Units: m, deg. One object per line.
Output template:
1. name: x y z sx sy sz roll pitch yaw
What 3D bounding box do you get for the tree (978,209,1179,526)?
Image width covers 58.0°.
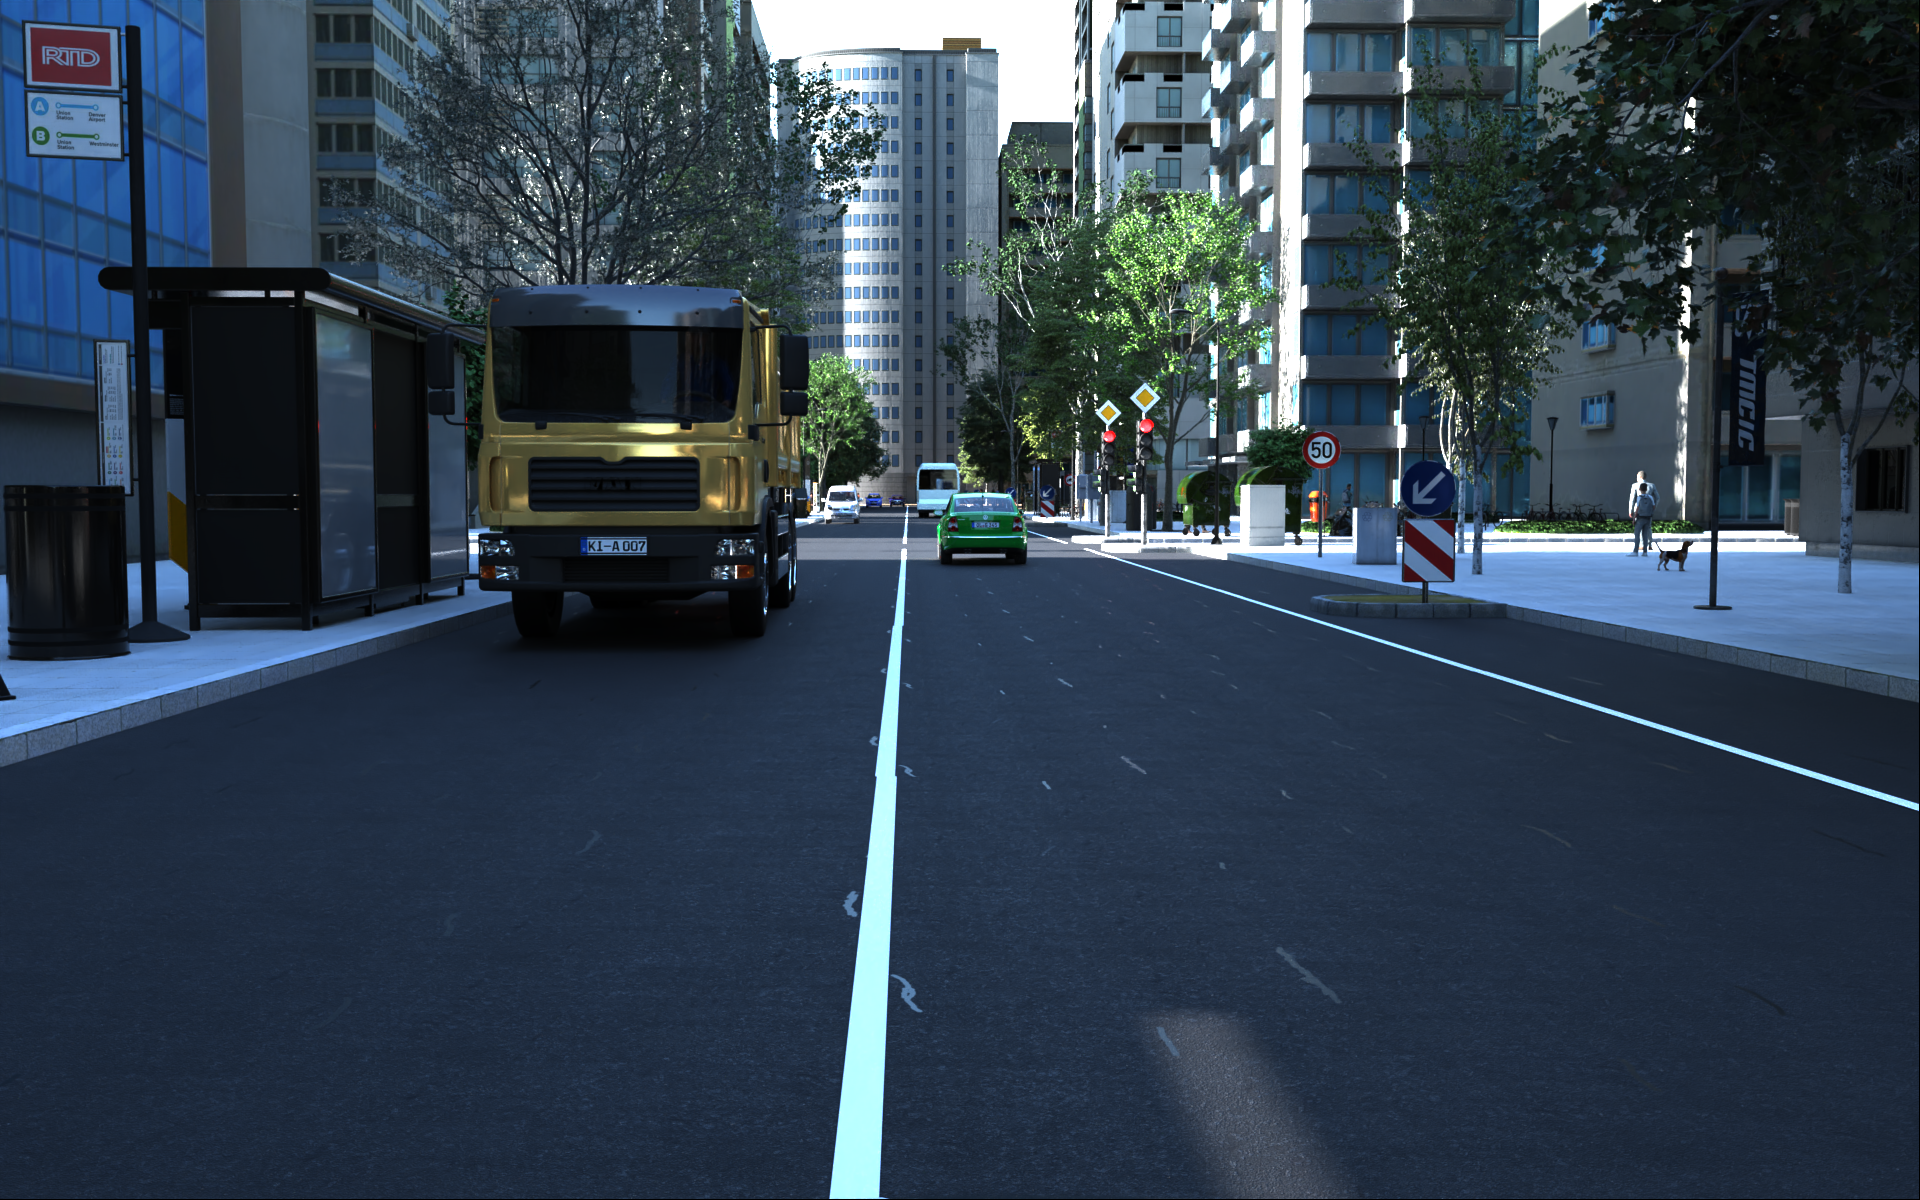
1. tree: 5.494 -9.263 69.577 7.486 12.596 7.792 0 3 0

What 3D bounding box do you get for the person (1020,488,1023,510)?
1. person: 5.071 -8.271 141.373 0.705 1.812 1.348 0 4 4

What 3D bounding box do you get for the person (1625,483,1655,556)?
1. person: 14.025 -1.651 35.639 0.523 1.515 0.503 3 5 40

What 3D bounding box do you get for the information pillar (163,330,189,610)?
1. information pillar: -8.520 -1.702 19.183 0.504 3.616 0.183 -3 5 -40

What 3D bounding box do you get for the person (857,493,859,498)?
1. person: -11.975 -11.871 203.399 0.557 1.426 1.065 -1 4 -23

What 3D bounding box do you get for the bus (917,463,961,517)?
1. bus: -1.356 -7.021 109.652 2.948 3.499 13.247 0 4 -1

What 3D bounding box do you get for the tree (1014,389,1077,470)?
1. tree: 5.616 -9.927 112.674 4.737 8.622 4.395 0 3 0

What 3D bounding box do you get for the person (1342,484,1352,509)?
1. person: 18.479 -4.670 82.745 0.721 1.781 0.623 -2 4 -34

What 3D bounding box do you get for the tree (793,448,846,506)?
1. tree: -10.015 -7.405 104.779 4.285 4.588 4.351 0 3 0

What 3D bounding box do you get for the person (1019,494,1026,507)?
1. person: 6.294 -9.952 169.476 1.217 1.743 0.721 0 4 -3

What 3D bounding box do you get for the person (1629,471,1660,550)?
1. person: 15.639 -2.048 39.623 0.635 1.810 0.391 -1 4 -9

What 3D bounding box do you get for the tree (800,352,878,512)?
1. tree: -9.912 -12.181 124.914 9.928 11.665 9.643 0 3 0

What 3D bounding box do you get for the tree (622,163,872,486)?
1. tree: -8.542 -8.660 59.726 7.486 12.596 7.792 0 3 0

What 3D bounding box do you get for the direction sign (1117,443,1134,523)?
1. direction sign: 7.614 -5.371 79.818 0.876 3.537 0.379 -2 4 -25

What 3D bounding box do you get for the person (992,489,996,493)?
1. person: 3.311 -10.081 171.536 0.551 1.740 0.621 -1 4 -16

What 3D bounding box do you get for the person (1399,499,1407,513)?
1. person: 19.729 -4.080 77.021 0.475 1.303 0.640 1 4 11

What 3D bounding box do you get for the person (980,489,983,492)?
1. person: 1.582 -7.467 130.684 0.705 1.812 1.348 1 4 19

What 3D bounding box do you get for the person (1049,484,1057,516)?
1. person: 5.302 -5.773 100.232 0.655 1.846 0.447 3 5 41

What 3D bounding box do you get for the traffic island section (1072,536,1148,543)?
1. traffic island section: 4.429 -1.800 51.709 2.009 0.180 2.903 0 4 -2

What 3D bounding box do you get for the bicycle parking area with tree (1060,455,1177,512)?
1. bicycle parking area with tree: 10.885 -8.325 123.118 9.016 4.147 8.231 0 4 6

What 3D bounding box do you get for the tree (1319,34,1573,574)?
1. tree: 8.080 -4.708 27.339 4.737 8.622 4.395 0 3 0

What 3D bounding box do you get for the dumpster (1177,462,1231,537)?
1. dumpster: 7.507 -3.082 52.878 1.502 2.255 1.985 0 4 -2

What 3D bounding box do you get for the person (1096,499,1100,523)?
1. person: 6.344 -4.133 77.889 0.425 1.301 0.394 0 4 4

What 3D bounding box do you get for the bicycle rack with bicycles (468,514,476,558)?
1. bicycle rack with bicycles: -8.314 -1.096 31.294 2.852 0.926 2.925 -1 4 -15

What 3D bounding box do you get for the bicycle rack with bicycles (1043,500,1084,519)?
1. bicycle rack with bicycles: 5.937 -5.188 98.199 2.852 0.926 2.925 1 4 10

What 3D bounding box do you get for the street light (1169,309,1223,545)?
1. street light: 5.951 -4.348 43.638 1.470 5.913 1.316 0 4 -2

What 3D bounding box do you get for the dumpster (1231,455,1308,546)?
1. dumpster: 7.841 -2.520 43.689 1.502 2.255 1.985 0 4 -2

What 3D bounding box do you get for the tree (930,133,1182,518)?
1. tree: 4.955 -14.501 92.976 12.611 20.169 13.585 0 3 0

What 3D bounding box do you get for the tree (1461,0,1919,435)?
1. tree: 8.104 -5.758 11.149 9.611 12.733 9.660 0 3 0

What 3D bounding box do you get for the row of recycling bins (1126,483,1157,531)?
1. row of recycling bins: 6.470 -3.355 61.959 1.069 1.692 3.534 1 4 10

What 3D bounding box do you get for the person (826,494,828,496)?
1. person: -13.991 -10.461 177.096 1.348 1.822 0.705 -3 5 -39

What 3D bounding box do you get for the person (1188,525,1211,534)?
1. person: 7.730 -3.046 56.236 0.834 1.777 0.661 2 4 30

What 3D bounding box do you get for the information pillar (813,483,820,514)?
1. information pillar: -9.454 -6.708 114.167 0.304 2.012 0.304 3 5 40

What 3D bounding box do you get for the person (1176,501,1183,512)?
1. person: 13.602 -6.163 106.996 0.592 1.802 0.473 0 4 -7

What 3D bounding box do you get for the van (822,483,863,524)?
1. van: -5.761 -4.768 84.960 2.013 2.044 4.112 0 4 -2

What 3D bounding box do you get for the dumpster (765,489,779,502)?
1. dumpster: -8.974 -4.532 79.853 1.264 1.857 1.865 0 4 -2

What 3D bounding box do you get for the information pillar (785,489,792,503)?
1. information pillar: -8.743 -5.134 88.425 0.304 2.012 0.304 0 4 6

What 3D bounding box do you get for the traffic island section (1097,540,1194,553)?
1. traffic island section: 4.666 -1.312 43.727 2.009 0.180 2.903 0 4 -2

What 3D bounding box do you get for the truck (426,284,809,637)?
1. truck: -3.287 -1.442 19.501 3.469 3.379 9.791 0 4 -3

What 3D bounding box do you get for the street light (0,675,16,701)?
1. street light: -5.545 -2.329 10.614 1.470 5.913 1.316 0 4 -2

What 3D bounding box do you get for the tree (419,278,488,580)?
1. tree: -7.727 -2.617 26.496 4.285 4.588 4.351 0 3 0

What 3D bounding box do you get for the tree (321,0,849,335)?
1. tree: -7.646 -7.655 35.525 12.009 13.543 11.850 0 3 0

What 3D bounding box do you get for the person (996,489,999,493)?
1. person: 4.080 -10.857 183.416 0.709 1.838 0.599 2 4 27

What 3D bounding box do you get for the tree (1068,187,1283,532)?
1. tree: 7.200 -8.136 58.771 9.928 11.665 9.643 0 3 0

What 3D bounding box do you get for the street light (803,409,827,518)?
1. street light: -7.952 -7.452 94.388 1.470 5.913 1.316 0 4 -2

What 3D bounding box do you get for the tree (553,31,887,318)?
1. tree: -9.816 -13.199 71.698 12.611 20.169 13.585 0 3 0

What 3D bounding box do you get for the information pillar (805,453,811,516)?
1. information pillar: -8.792 -6.609 99.405 0.504 3.616 0.183 -3 5 -44

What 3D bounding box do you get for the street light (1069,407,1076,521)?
1. street light: 4.925 -6.810 83.890 1.470 5.913 1.316 0 4 -2

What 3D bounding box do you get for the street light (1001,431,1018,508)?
1. street light: 3.685 -9.432 126.753 1.470 5.913 1.316 0 4 -2

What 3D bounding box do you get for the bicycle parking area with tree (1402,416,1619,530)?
1. bicycle parking area with tree: 19.562 -4.712 64.036 8.231 4.147 9.016 0 4 1

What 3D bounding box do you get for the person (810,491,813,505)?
1. person: -16.810 -11.509 195.682 0.415 1.643 0.593 -2 4 -30
